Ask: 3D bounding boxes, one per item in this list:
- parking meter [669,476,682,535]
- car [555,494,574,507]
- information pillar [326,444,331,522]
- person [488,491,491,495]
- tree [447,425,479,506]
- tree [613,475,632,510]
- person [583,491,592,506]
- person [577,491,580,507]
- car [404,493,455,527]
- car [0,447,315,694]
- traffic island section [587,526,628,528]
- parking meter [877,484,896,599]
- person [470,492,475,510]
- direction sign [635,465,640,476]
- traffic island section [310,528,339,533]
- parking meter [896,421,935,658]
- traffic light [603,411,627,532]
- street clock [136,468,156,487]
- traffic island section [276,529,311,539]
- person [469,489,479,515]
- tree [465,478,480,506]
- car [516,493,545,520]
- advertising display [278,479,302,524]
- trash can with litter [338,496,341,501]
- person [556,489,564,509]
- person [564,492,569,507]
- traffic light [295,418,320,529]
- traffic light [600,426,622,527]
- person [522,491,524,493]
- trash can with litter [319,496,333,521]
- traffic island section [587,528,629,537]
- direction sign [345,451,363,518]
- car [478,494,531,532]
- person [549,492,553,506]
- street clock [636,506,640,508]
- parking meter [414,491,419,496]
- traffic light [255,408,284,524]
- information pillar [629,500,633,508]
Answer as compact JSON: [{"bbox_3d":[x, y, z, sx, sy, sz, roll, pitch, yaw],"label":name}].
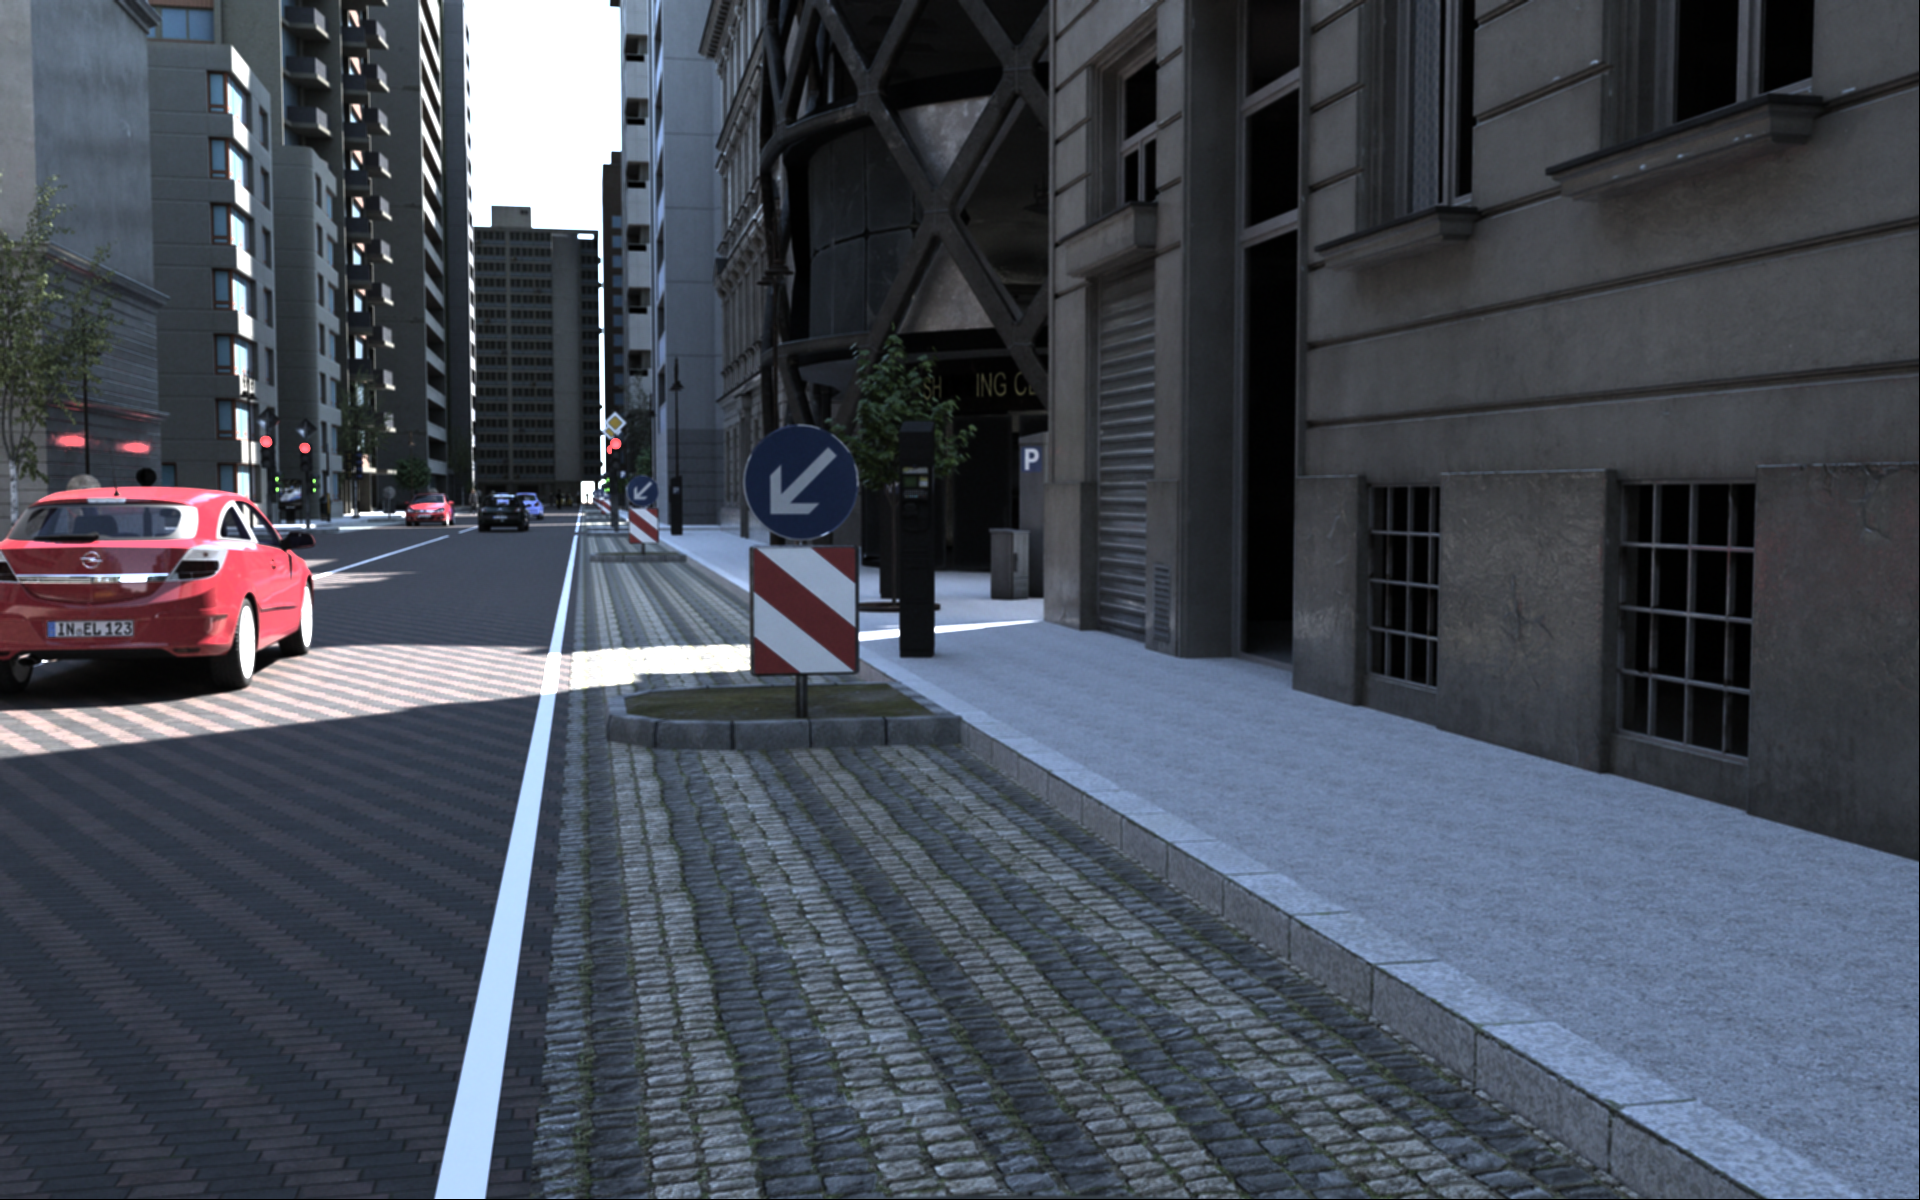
[{"bbox_3d":[-8.914,-2.972,54.310,0.399,1.863,0.255,-1,4,-10],"label":"parking meter"},{"bbox_3d":[-44.060,-11.173,192.899,2.015,1.641,3.980,-1,4,-12],"label":"car"},{"bbox_3d":[-29.220,-5.427,80.078,0.183,3.616,0.504,-1,4,-21],"label":"information pillar"},{"bbox_3d":[-50.110,-10.746,184.911,1.217,1.743,0.721,-1,4,-18],"label":"person"},{"bbox_3d":[-53.093,-14.316,184.425,4.737,8.622,4.395,0,3,0],"label":"tree"},{"bbox_3d":[-28.447,-9.274,146.237,1.663,3.219,1.824,0,3,0],"label":"tree"},{"bbox_3d":[-45.354,-12.378,210.835,1.348,1.831,0.705,-2,4,-32],"label":"person"},{"bbox_3d":[-43.382,-11.455,196.520,0.721,1.736,1.217,0,4,-7],"label":"person"},{"bbox_3d":[-23.824,-4.212,77.913,2.155,1.783,4.494,-1,4,-11],"label":"car"},{"bbox_3d":[-6.435,-0.305,14.035,2.155,1.783,4.494,-1,4,-12],"label":"car"},{"bbox_3d":[-13.354,-2.717,66.706,2.009,0.180,2.903,-1,4,-12],"label":"traffic island section"},{"bbox_3d":[-0.800,-0.952,21.284,0.399,1.863,0.255,1,4,15],"label":"parking meter"},{"bbox_3d":[-43.318,-8.851,154.023,0.445,1.727,0.742,0,4,4],"label":"person"},{"bbox_3d":[-25.120,-8.797,135.834,0.379,3.537,0.876,2,4,32],"label":"direction sign"},{"bbox_3d":[-24.243,-2.573,64.352,2.009,0.180,2.903,-1,4,-12],"label":"traffic island section"},{"bbox_3d":[-0.339,-0.487,13.679,0.255,1.863,0.399,0,4,3],"label":"parking meter"},{"bbox_3d":[-11.699,-4.273,58.780,0.839,4.253,0.868,-1,4,-12],"label":"traffic light"},{"bbox_3d":[-22.867,-2.700,48.714,0.358,2.002,0.471,3,5,42],"label":"street clock"},{"bbox_3d":[-22.546,-2.096,56.548,2.009,0.180,2.903,-1,4,-12],"label":"traffic island section"},{"bbox_3d":[-33.238,-6.722,118.585,0.709,1.800,0.728,1,4,8],"label":"person"},{"bbox_3d":[-53.542,-11.908,189.295,1.663,3.219,1.824,0,3,0],"label":"tree"},{"bbox_3d":[-24.335,-5.364,97.285,1.945,1.707,3.694,-1,4,-11],"label":"car"},{"bbox_3d":[-28.797,-4.236,74.466,0.974,1.923,0.123,-1,4,-22],"label":"advertising display"},{"bbox_3d":[-34.886,-5.183,96.128,1.055,1.170,0.624,-2,4,-26],"label":"trash can with litter"},{"bbox_3d":[-37.468,-9.414,162.046,0.705,1.869,1.348,-3,5,-43],"label":"person"},{"bbox_3d":[-43.052,-10.978,189.460,0.415,1.643,0.593,2,4,29],"label":"person"},{"bbox_3d":[-24.201,-4.606,64.226,0.839,4.253,0.868,-1,4,-12],"label":"traffic light"},{"bbox_3d":[-13.395,-4.750,66.583,0.839,4.253,0.868,-1,4,-12],"label":"traffic light"},{"bbox_3d":[-45.390,-10.429,179.732,1.217,1.735,0.721,-2,4,-27],"label":"person"},{"bbox_3d":[-30.852,-4.461,84.320,0.624,1.170,1.055,-1,4,-19],"label":"trash can with litter"},{"bbox_3d":[-11.657,-2.240,58.902,2.009,0.180,2.903,-1,4,-12],"label":"traffic island section"},{"bbox_3d":[-31.914,-6.069,91.220,0.876,3.537,0.379,-2,4,-29],"label":"direction sign"},{"bbox_3d":[-17.725,-3.518,67.310,2.009,1.686,4.222,-1,4,-11],"label":"car"},{"bbox_3d":[-47.991,-11.844,202.950,0.742,1.727,0.445,3,4,38],"label":"person"},{"bbox_3d":[-19.552,-6.150,105.125,0.471,2.002,0.358,-3,5,-41],"label":"street clock"},{"bbox_3d":[-43.113,-7.890,137.405,0.372,1.533,0.369,0,3,0],"label":"parking meter"},{"bbox_3d":[-22.505,-4.129,56.423,0.839,4.253,0.868,-1,4,-12],"label":"traffic light"},{"bbox_3d":[-23.225,-7.203,122.268,0.304,2.012,0.304,0,4,-6],"label":"information pillar"}]
